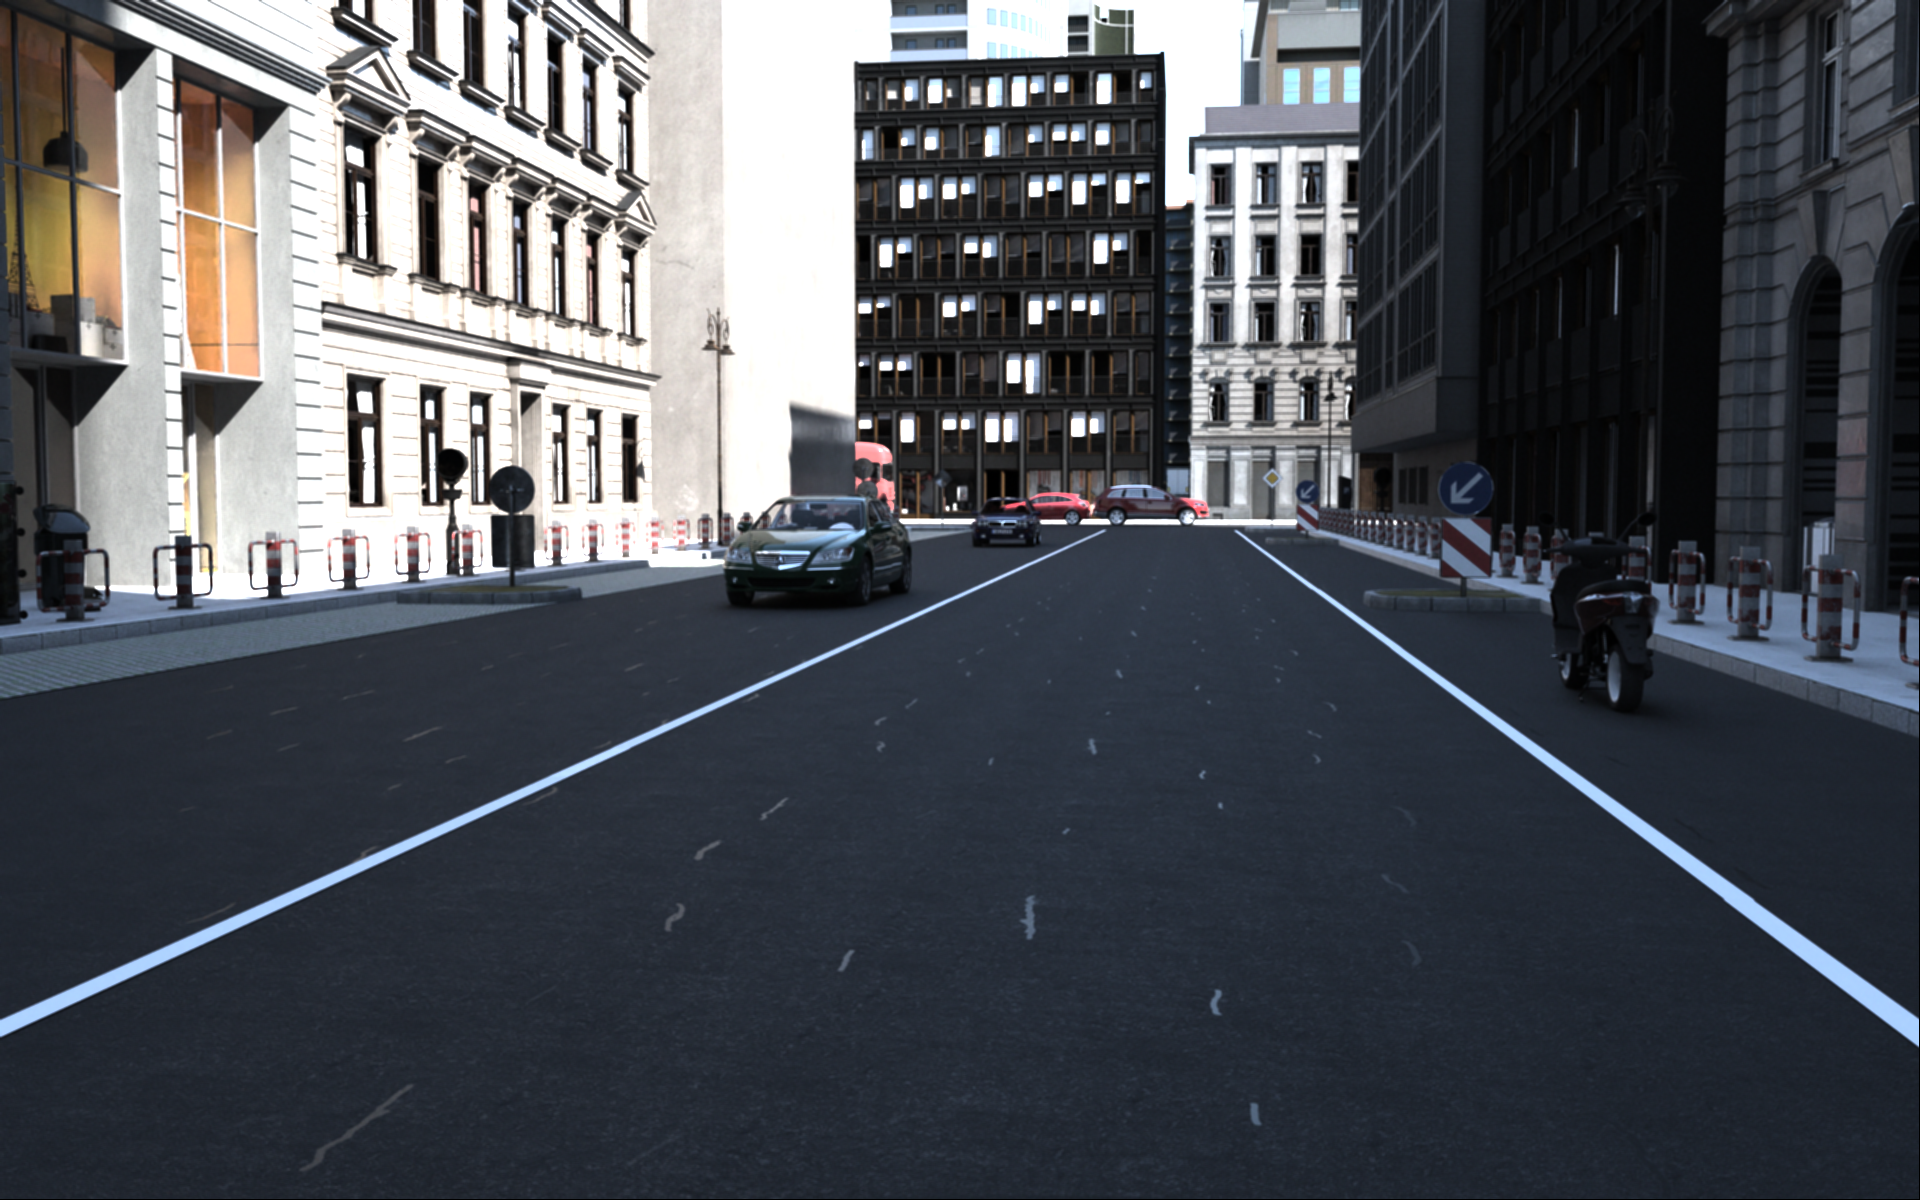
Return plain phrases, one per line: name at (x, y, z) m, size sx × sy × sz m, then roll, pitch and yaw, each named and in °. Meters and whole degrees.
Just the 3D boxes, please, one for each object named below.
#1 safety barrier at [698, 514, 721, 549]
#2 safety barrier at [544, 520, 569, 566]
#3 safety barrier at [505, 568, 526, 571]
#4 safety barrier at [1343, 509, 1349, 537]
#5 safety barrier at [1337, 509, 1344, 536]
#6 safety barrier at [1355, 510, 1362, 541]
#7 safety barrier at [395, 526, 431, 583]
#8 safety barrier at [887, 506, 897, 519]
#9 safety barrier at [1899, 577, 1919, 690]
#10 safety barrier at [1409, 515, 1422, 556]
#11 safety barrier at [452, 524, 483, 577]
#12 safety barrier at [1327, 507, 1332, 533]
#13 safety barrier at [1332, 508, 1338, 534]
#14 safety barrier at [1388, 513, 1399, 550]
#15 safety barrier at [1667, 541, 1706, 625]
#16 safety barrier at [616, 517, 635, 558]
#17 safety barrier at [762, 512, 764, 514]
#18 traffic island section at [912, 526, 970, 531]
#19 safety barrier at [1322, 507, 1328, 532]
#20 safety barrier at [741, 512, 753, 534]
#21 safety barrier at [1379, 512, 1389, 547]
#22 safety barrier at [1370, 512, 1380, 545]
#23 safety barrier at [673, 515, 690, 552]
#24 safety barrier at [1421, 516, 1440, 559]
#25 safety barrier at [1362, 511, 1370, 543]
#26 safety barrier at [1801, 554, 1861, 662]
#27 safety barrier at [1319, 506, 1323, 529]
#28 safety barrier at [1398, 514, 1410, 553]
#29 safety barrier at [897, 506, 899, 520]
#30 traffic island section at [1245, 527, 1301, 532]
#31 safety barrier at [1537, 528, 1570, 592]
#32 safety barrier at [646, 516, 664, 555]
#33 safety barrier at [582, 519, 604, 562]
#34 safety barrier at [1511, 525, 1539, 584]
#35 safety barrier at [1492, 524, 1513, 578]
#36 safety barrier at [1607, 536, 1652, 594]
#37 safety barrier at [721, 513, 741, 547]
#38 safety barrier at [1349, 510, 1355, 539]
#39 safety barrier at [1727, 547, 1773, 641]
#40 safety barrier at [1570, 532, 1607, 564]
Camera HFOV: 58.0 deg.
safety barrier at (-5.927, -1.593, 40.319) m, size 0.300 × 0.817 × 1.120 m, roll 0°, pitch 4°, yaw 7°
safety barrier at (-7.167, -1.009, 30.779) m, size 0.300 × 0.817 × 1.120 m, roll 0°, pitch 4°, yaw 7°
safety barrier at (-7.420, -0.893, 28.879) m, size 0.300 × 0.817 × 1.120 m, roll 0°, pitch 4°, yaw 7°
safety barrier at (11.638, -2.269, 51.376) m, size 0.300 × 0.817 × 1.120 m, roll 0°, pitch 4°, yaw 7°
safety barrier at (11.884, -2.385, 53.277) m, size 0.300 × 0.817 × 1.120 m, roll 0°, pitch 4°, yaw 7°
safety barrier at (11.140, -2.036, 47.564) m, size 0.300 × 0.817 × 1.120 m, roll 0°, pitch 4°, yaw 7°
safety barrier at (-7.914, -0.660, 25.066) m, size 0.300 × 0.817 × 1.120 m, roll 0°, pitch 4°, yaw 7°
safety barrier at (-2.700, -3.109, 65.107) m, size 0.300 × 0.817 × 1.120 m, roll 0°, pitch 4°, yaw 7°
safety barrier at (6.427, 0.176, 11.391) m, size 0.300 × 0.817 × 1.120 m, roll 0°, pitch 4°, yaw 7°
safety barrier at (9.654, -1.337, 36.137) m, size 0.300 × 0.817 × 1.120 m, roll 0°, pitch 4°, yaw 7°
safety barrier at (-7.668, -0.777, 26.976) m, size 0.300 × 0.817 × 1.120 m, roll 0°, pitch 4°, yaw 7°
safety barrier at (12.380, -2.618, 57.079) m, size 0.300 × 0.817 × 1.120 m, roll 0°, pitch 4°, yaw 7°
safety barrier at (12.133, -2.502, 55.177) m, size 0.300 × 0.817 × 1.120 m, roll 0°, pitch 4°, yaw 7°
safety barrier at (10.149, -1.570, 39.944) m, size 0.300 × 0.817 × 1.120 m, roll 0°, pitch 4°, yaw 7°
safety barrier at (7.172, -0.172, 17.093) m, size 0.300 × 0.817 × 1.120 m, roll 0°, pitch 4°, yaw 7°
safety barrier at (-6.675, -1.243, 34.598) m, size 0.300 × 0.817 × 1.120 m, roll 0°, pitch 4°, yaw 7°
safety barrier at (-5.185, -1.943, 46.041) m, size 0.300 × 0.817 × 1.120 m, roll 0°, pitch 4°, yaw 7°
traffic island section at (-0.711, -2.798, 68.031) m, size 2.009 × 0.180 × 2.903 m, roll 0°, pitch 4°, yaw 7°
safety barrier at (12.628, -2.734, 58.980) m, size 0.300 × 0.817 × 1.120 m, roll 0°, pitch 4°, yaw 7°
safety barrier at (-5.435, -1.826, 44.132) m, size 0.300 × 0.817 × 1.120 m, roll 0°, pitch 4°, yaw 7°
safety barrier at (10.395, -1.686, 41.845) m, size 0.300 × 0.817 × 1.120 m, roll 0°, pitch 4°, yaw 7°
safety barrier at (10.642, -1.803, 43.746) m, size 0.300 × 0.817 × 1.120 m, roll 0°, pitch 4°, yaw 7°
safety barrier at (-6.176, -1.477, 38.419) m, size 0.300 × 0.817 × 1.120 m, roll 0°, pitch 4°, yaw 7°
safety barrier at (9.402, -1.220, 34.228) m, size 0.300 × 0.817 × 1.120 m, roll 0°, pitch 4°, yaw 7°
safety barrier at (10.892, -1.919, 45.658) m, size 0.300 × 0.817 × 1.120 m, roll 0°, pitch 4°, yaw 7°
safety barrier at (6.675, 0.060, 13.292) m, size 0.300 × 0.817 × 1.120 m, roll 0°, pitch 4°, yaw 7°
safety barrier at (12.874, -2.851, 60.886) m, size 0.300 × 0.817 × 1.120 m, roll 0°, pitch 4°, yaw 7°
safety barrier at (9.898, -1.454, 38.041) m, size 0.300 × 0.817 × 1.120 m, roll 0°, pitch 4°, yaw 7°
safety barrier at (-2.451, -3.225, 67.008) m, size 0.300 × 0.817 × 1.120 m, roll 0°, pitch 4°, yaw 7°
traffic island section at (11.973, -2.697, 66.380) m, size 2.009 × 0.180 × 2.903 m, roll 0°, pitch 4°, yaw 7°
safety barrier at (7.914, -0.522, 22.806) m, size 0.300 × 0.817 × 1.120 m, roll 0°, pitch 4°, yaw 7°
safety barrier at (-6.427, -1.359, 36.499) m, size 0.300 × 0.817 × 1.120 m, roll 0°, pitch 4°, yaw 7°
safety barrier at (-6.923, -1.126, 32.684) m, size 0.300 × 0.817 × 1.120 m, roll 0°, pitch 4°, yaw 7°
safety barrier at (8.164, -0.638, 24.707) m, size 0.300 × 0.817 × 1.120 m, roll 0°, pitch 4°, yaw 7°
safety barrier at (8.411, -0.754, 26.608) m, size 0.300 × 0.817 × 1.120 m, roll 0°, pitch 4°, yaw 7°
safety barrier at (7.420, -0.289, 18.996) m, size 0.300 × 0.817 × 1.120 m, roll 0°, pitch 4°, yaw 7°
safety barrier at (-5.682, -1.709, 42.221) m, size 0.300 × 0.817 × 1.120 m, roll 0°, pitch 4°, yaw 7°
safety barrier at (11.390, -2.152, 49.464) m, size 0.300 × 0.817 × 1.120 m, roll 0°, pitch 4°, yaw 7°
safety barrier at (6.923, -0.056, 15.193) m, size 0.300 × 0.817 × 1.120 m, roll 0°, pitch 4°, yaw 7°
safety barrier at (7.670, -0.406, 20.905) m, size 0.300 × 0.817 × 1.120 m, roll 0°, pitch 4°, yaw 7°
